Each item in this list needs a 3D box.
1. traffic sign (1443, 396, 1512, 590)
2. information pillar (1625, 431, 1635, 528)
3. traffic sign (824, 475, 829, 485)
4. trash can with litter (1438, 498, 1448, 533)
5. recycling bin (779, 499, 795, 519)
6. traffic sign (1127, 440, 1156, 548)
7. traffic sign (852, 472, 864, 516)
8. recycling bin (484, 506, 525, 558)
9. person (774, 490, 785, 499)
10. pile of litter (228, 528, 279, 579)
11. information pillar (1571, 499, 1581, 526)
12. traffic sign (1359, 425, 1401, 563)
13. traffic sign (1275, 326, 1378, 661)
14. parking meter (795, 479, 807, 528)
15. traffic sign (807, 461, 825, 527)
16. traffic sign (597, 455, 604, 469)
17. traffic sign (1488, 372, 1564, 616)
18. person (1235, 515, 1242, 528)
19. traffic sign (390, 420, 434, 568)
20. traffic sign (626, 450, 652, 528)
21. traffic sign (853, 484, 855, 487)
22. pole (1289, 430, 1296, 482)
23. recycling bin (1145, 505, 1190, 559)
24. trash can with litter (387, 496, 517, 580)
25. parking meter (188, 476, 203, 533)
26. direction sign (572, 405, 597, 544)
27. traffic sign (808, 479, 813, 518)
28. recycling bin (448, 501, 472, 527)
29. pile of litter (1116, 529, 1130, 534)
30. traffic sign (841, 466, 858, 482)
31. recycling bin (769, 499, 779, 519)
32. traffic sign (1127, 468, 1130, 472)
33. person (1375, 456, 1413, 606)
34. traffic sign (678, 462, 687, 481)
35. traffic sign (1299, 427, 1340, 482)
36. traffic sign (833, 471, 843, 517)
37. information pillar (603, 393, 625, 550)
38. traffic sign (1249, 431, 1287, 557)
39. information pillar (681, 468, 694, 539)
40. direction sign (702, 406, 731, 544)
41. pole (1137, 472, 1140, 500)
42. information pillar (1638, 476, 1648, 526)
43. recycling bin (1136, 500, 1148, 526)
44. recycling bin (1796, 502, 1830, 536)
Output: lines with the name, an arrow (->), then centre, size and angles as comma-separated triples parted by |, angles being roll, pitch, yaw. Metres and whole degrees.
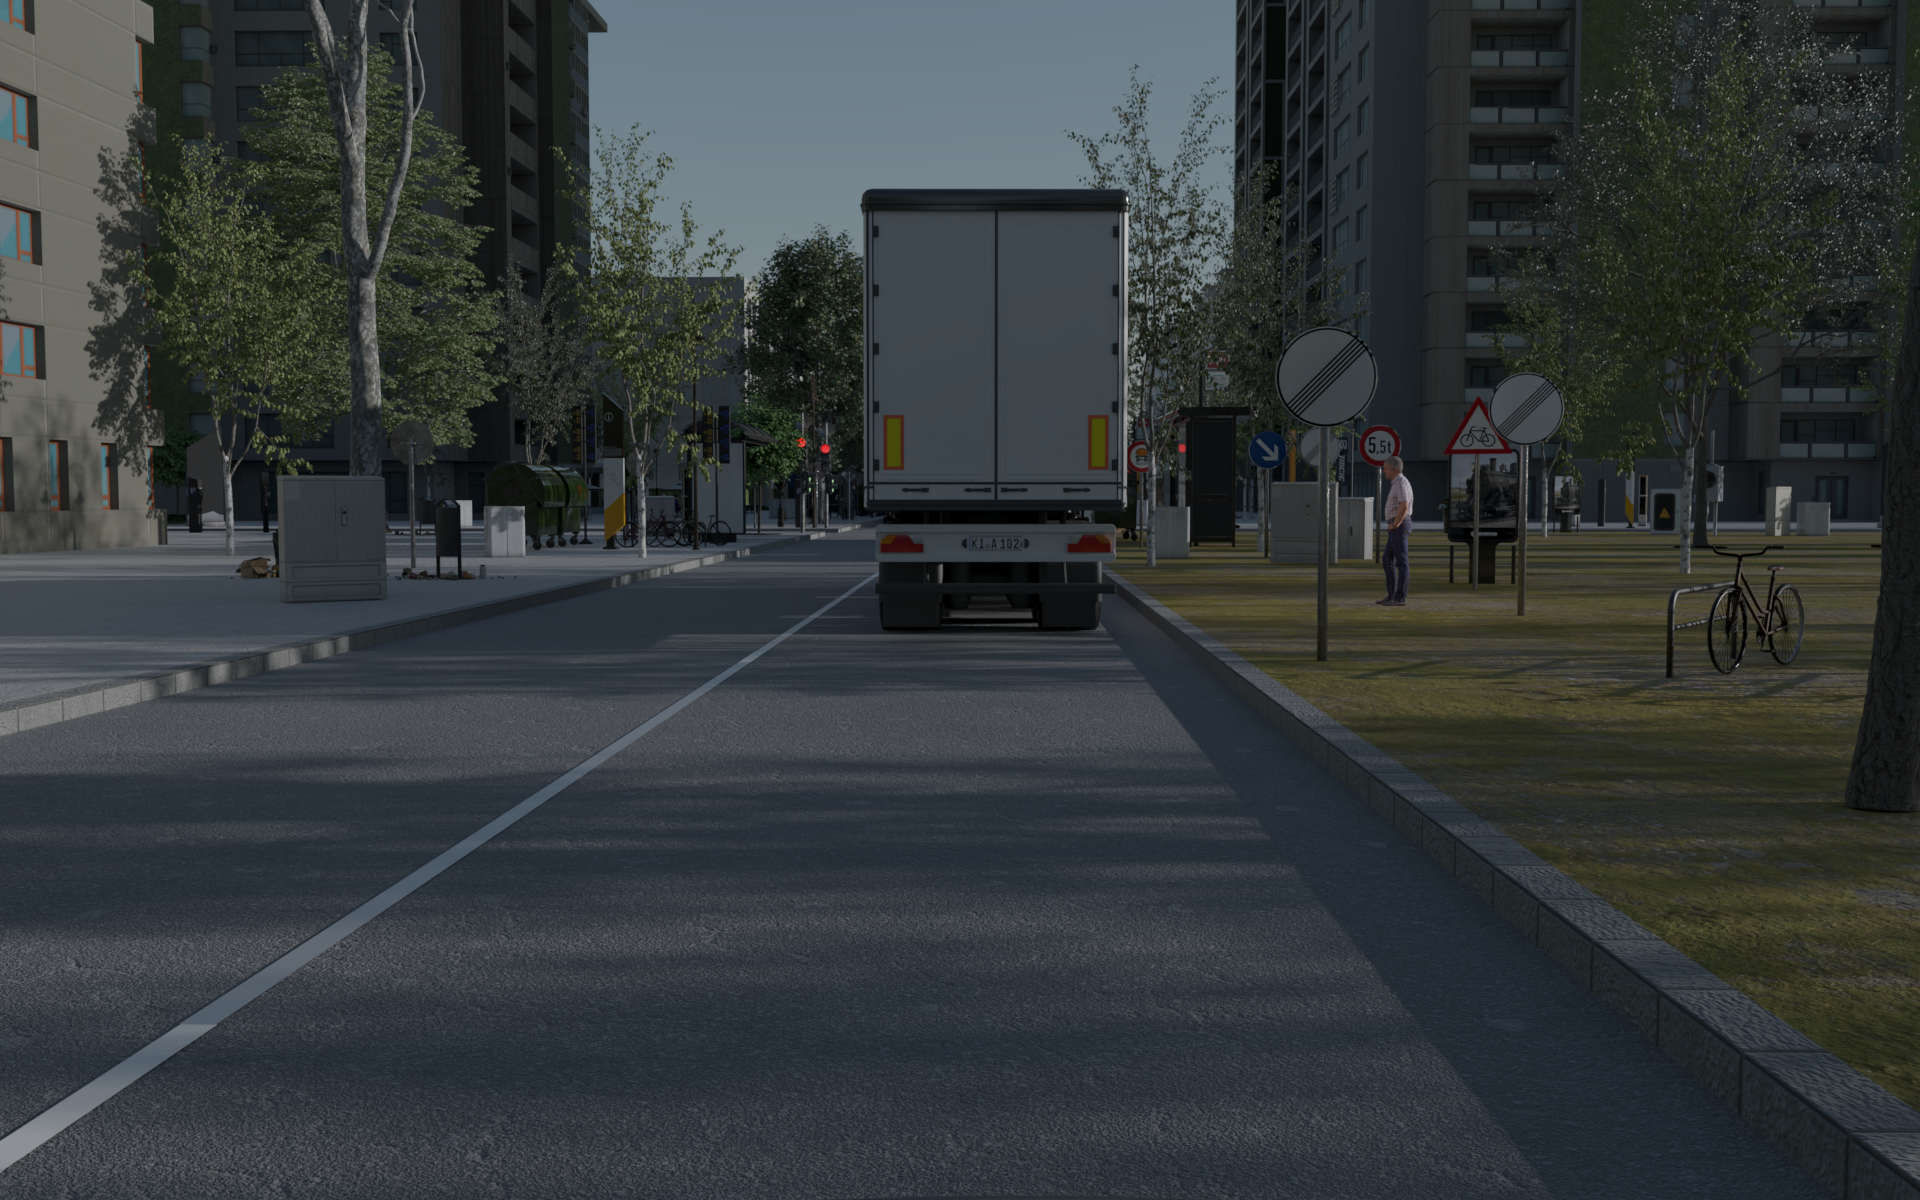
traffic sign -> 6.907, -1.416, 23.158 | 0.884, 2.594, 0.081 | 1, 4, 11
information pillar -> 25.086, -4.493, 64.809 | 0.183, 3.616, 0.504 | 0, 4, -6
traffic sign -> -8.823, -7.035, 115.128 | 0.768, 2.556, 0.104 | 0, 4, 5
trash can with litter -> 16.160, -2.783, 56.893 | 0.624, 1.170, 1.055 | 2, 4, 33
recycling bin -> -8.728, -4.694, 89.295 | 0.722, 1.027, 0.722 | -2, 4, -27
traffic sign -> 4.303, -2.504, 41.046 | 0.768, 2.556, 0.104 | 0, 4, 2
traffic sign -> -6.022, -6.235, 102.043 | 0.768, 2.556, 0.104 | 0, 4, 3
recycling bin -> -9.316, -1.398, 35.417 | 0.722, 1.027, 0.722 | -2, 4, -23
person -> -15.676, -8.784, 150.490 | 0.721, 1.723, 1.217 | 3, 5, 40
pile of litter -> -10.695, -0.791, 26.902 | 1.176, 0.858, 1.719 | 2, 4, 27
information pillar -> 24.396, -3.927, 68.701 | 0.304, 2.012, 0.304 | -2, 4, -29
traffic sign -> 7.725, -1.948, 31.953 | 0.768, 2.556, 0.104 | 0, 4, 5
traffic sign -> 2.788, -0.805, 13.261 | 0.768, 2.556, 0.104 | 0, 4, 4
parking meter -> -6.088, -3.701, 66.220 | 0.399, 1.863, 0.255 | 1, 4, 13
traffic sign -> -5.582, -4.112, 67.338 | 0.768, 2.556, 0.104 | 0, 4, 6
traffic sign -> -9.884, -3.005, 48.861 | 0.795, 2.593, 0.064 | 1, 4, 8
traffic sign -> 5.920, -1.106, 18.195 | 0.768, 2.556, 0.104 | 0, 4, 6
person -> 10.243, -3.086, 64.781 | 0.655, 0.850, 0.859 | -2, 4, -28
traffic sign -> -9.464, -1.823, 29.908 | 0.768, 2.556, 0.104 | 0, 4, 4
traffic sign -> -9.361, -3.082, 50.495 | 0.768, 2.556, 0.104 | 0, 4, 4
traffic sign -> -8.329, -8.622, 141.074 | 0.768, 2.556, 0.104 | 0, 4, 4
pole -> 10.536, -3.738, 54.963 | 0.158, 3.312, 0.155 | 0, 3, 0
recycling bin -> 4.148, -1.337, 34.421 | 0.722, 1.027, 0.722 | 0, 4, -3
trash can with litter -> -7.983, -0.942, 26.467 | 2.233, 1.210, 1.678 | 2, 4, 35
parking meter -> -25.381, -3.168, 57.505 | 0.399, 1.863, 0.255 | 0, 4, 2
direction sign -> -9.574, -3.193, 44.197 | 0.876, 3.537, 0.379 | 3, 4, 37
traffic sign -> -8.140, -5.565, 93.114 | 0.606, 2.300, 0.079 | 0, 4, 4
recycling bin -> -19.539, -3.368, 67.613 | 0.722, 1.027, 0.722 | -3, 5, -44
pile of litter -> 4.905, -2.581, 56.168 | 1.176, 0.858, 1.719 | -1, 4, -21
traffic sign -> -5.145, -4.933, 80.384 | 0.795, 2.593, 0.064 | 0, 4, 3
recycling bin -> -9.573, -4.798, 91.003 | 0.722, 1.027, 0.722 | -2, 4, -32
traffic sign -> 6.324, -4.110, 67.200 | 0.884, 2.594, 0.081 | 0, 4, 6
person -> 4.969, -0.788, 19.870 | 0.436, 1.711, 0.756 | 1, 4, 21
traffic sign -> -8.732, -3.265, 55.518 | 0.606, 2.300, 0.079 | 1, 4, 10
traffic sign -> 6.850, -2.015, 33.059 | 0.768, 2.556, 0.104 | 0, 4, 7
traffic sign -> -6.796, -6.019, 98.415 | 0.884, 2.594, 0.081 | 0, 4, 3
information pillar -> -8.012, -2.978, 40.039 | 0.504, 3.616, 0.183 | 0, 4, 6
traffic sign -> 6.217, -2.139, 35.073 | 0.768, 2.556, 0.104 | 0, 4, 3
information pillar -> -7.778, -2.752, 49.484 | 0.304, 2.012, 0.304 | -1, 4, -18
direction sign -> -6.275, -3.221, 44.665 | 0.876, 3.537, 0.379 | 2, 4, 30
pole -> 8.457, -5.402, 82.167 | 0.158, 3.312, 0.155 | 0, 3, 0
information pillar -> 27.187, -3.942, 68.947 | 0.304, 2.012, 0.304 | 2, 4, 26
recycling bin -> 7.382, -3.501, 69.789 | 0.722, 1.027, 0.722 | 2, 4, 33
recycling bin -> 26.160, -2.481, 53.111 | 0.722, 1.027, 0.722 | 0, 4, 3
